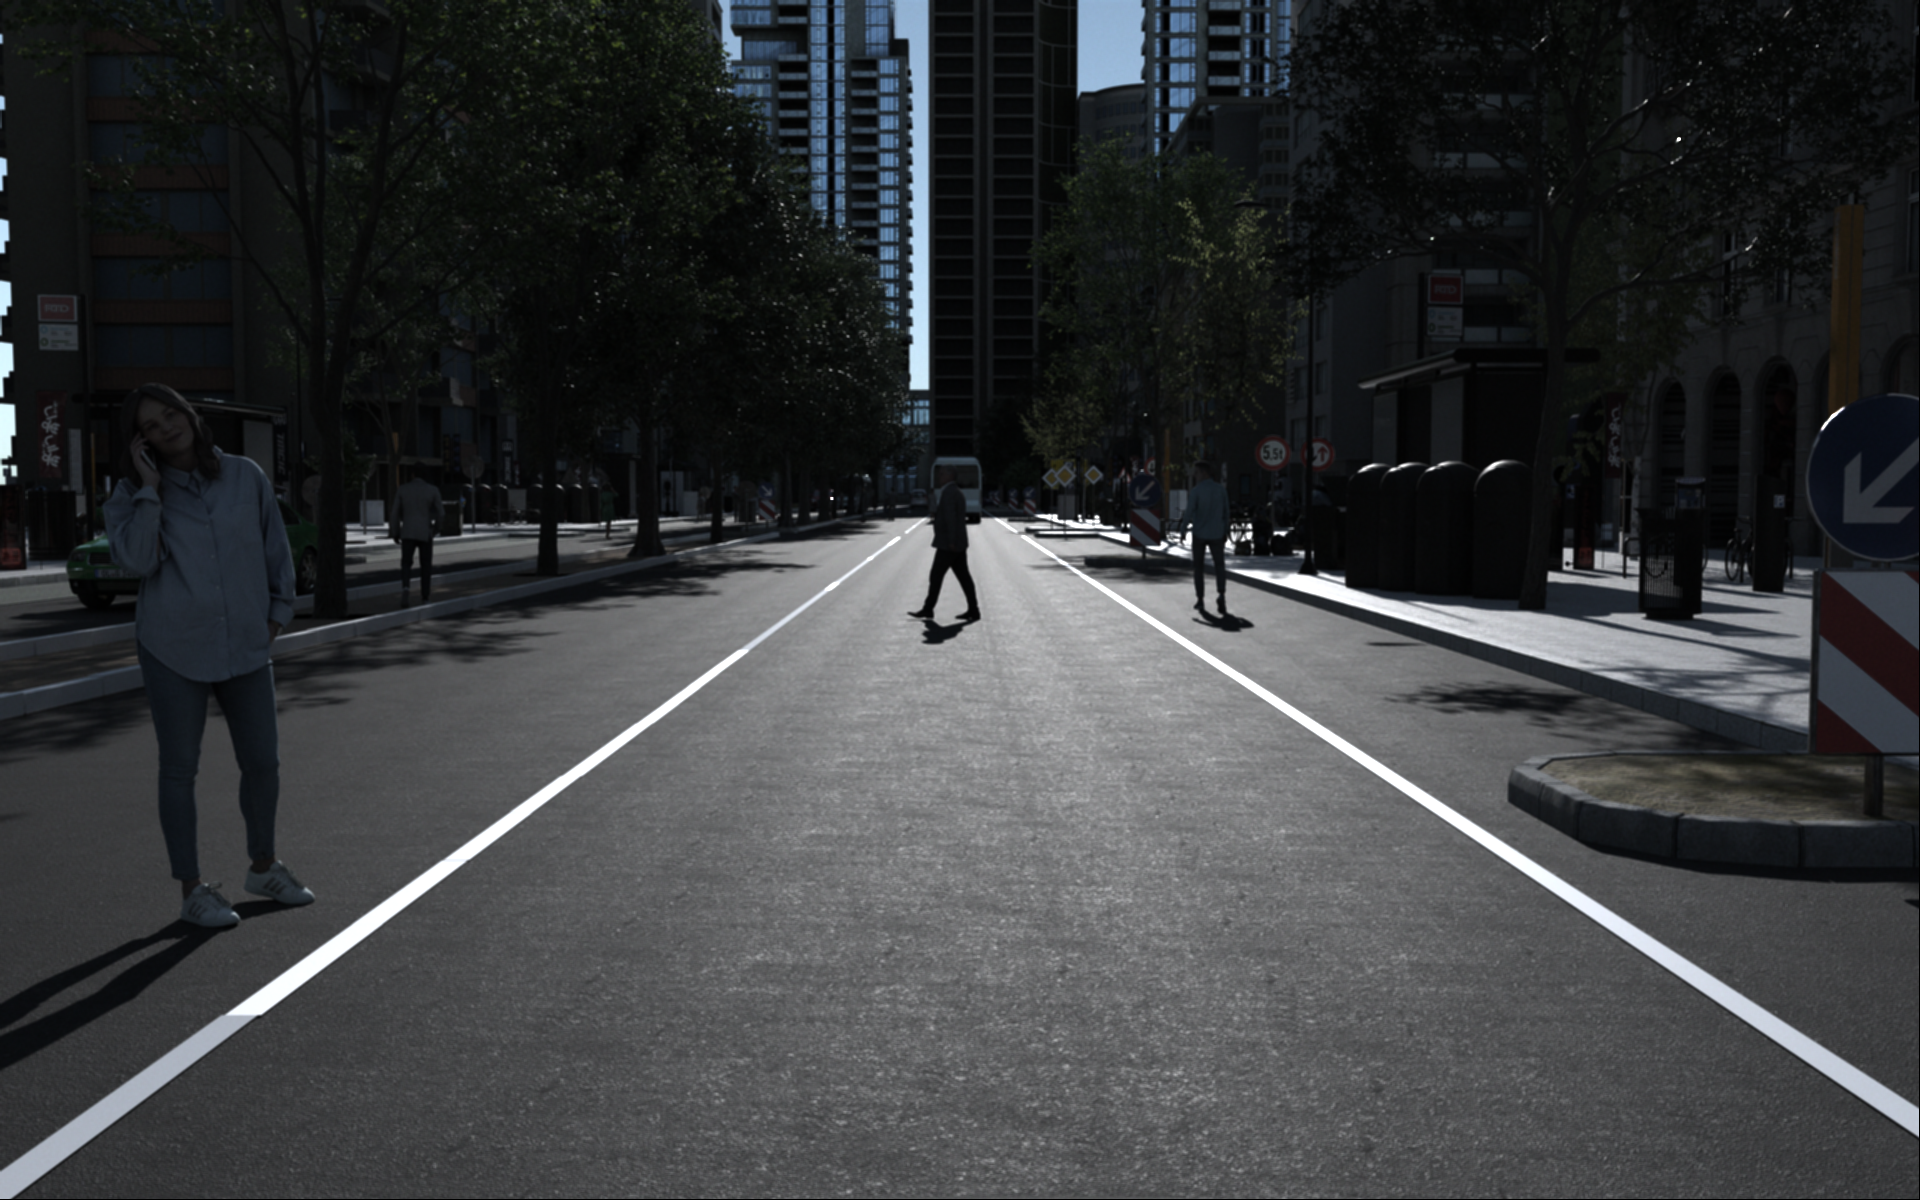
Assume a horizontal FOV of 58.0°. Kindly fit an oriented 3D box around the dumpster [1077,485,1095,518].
[{"bbox_3d":[6.727,-5.371,93.577,1.264,1.857,1.865,0,3,0],"label":"dumpster"}]

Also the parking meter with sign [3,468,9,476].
[{"bbox_3d":[-63.930,-7.403,117.303,1.738,3.016,0.543,2,4,25],"label":"parking meter with sign"}]

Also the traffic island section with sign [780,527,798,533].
[{"bbox_3d":[-7.189,-3.490,65.193,2.006,1.907,1.989,0,3,0],"label":"traffic island section with sign"}]

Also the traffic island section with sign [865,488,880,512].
[{"bbox_3d":[-7.261,-8.085,140.332,2.006,1.907,1.989,0,3,0],"label":"traffic island section with sign"}]

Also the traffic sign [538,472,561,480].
[{"bbox_3d":[-13.618,-3.293,57.485,0.795,2.450,0.064,0,3,0],"label":"traffic sign"}]

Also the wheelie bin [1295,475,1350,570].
[{"bbox_3d":[6.338,-1.316,29.428,0.980,1.594,0.693,-2,4,-35],"label":"wheelie bin"}]

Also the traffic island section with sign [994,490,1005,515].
[{"bbox_3d":[3.457,-6.634,117.095,1.989,1.847,2.006,0,3,0],"label":"traffic island section with sign"}]

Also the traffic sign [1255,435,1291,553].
[{"bbox_3d":[6.787,-2.294,37.611,0.768,2.556,0.104,1,4,9],"label":"traffic sign"}]

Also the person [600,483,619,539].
[{"bbox_3d":[-11.157,-2.820,54.851,0.600,1.795,0.529,0,4,6],"label":"person"}]

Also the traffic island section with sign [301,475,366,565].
[{"bbox_3d":[-13.294,-1.636,35.382,1.989,1.847,2.006,0,3,0],"label":"traffic island section with sign"}]

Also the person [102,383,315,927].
[{"bbox_3d":[-2.515,0.180,5.821,0.793,1.790,0.793,1,4,20],"label":"person"}]

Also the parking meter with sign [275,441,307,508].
[{"bbox_3d":[-22.495,-3.722,57.116,1.738,3.016,0.543,-3,4,-36],"label":"parking meter with sign"}]

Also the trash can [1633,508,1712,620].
[{"bbox_3d":[7.312,-0.377,17.814,0.748,1.137,0.748,0,3,0],"label":"trash can"}]

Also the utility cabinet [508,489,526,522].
[{"bbox_3d":[-20.447,-4.318,79.276,1.173,1.500,0.318,-1,4,-11],"label":"utility cabinet"}]

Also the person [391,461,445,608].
[{"bbox_3d":[-6.837,-0.826,21.847,0.661,1.843,0.795,-1,4,-11],"label":"person"}]

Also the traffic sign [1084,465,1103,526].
[{"bbox_3d":[5.280,-4.118,68.522,0.795,2.450,0.064,0,4,4],"label":"traffic sign"}]

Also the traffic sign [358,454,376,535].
[{"bbox_3d":[-18.750,-3.327,54.502,0.768,2.556,0.104,0,4,8],"label":"traffic sign"}]

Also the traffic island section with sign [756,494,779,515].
[{"bbox_3d":[-13.360,-6.665,117.595,1.989,1.847,2.006,0,3,0],"label":"traffic island section with sign"}]

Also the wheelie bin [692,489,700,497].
[{"bbox_3d":[-16.669,-6.244,109.993,0.980,1.594,0.693,-1,4,-11],"label":"wheelie bin"}]

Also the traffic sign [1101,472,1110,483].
[{"bbox_3d":[8.222,-6.057,99.135,0.768,2.556,0.104,0,4,0],"label":"traffic sign"}]

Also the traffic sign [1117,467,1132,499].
[{"bbox_3d":[7.751,-5.012,81.947,0.884,2.594,0.081,0,4,1],"label":"traffic sign"}]

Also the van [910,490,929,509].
[{"bbox_3d":[-3.847,-9.689,165.423,2.013,2.044,4.112,0,4,1],"label":"van"}]

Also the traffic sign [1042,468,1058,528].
[{"bbox_3d":[3.470,-3.781,65.464,0.795,2.450,0.064,0,3,0],"label":"traffic sign"}]

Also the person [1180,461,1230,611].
[{"bbox_3d":[3.035,-0.794,21.348,0.638,1.841,0.748,0,4,-1],"label":"person"}]

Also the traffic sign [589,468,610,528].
[{"bbox_3d":[-13.625,-3.782,65.470,0.795,2.450,0.064,0,3,0],"label":"traffic sign"}]

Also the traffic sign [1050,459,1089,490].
[{"bbox_3d":[6.278,-6.452,99.361,2.265,3.308,0.079,0,4,5],"label":"traffic sign"}]

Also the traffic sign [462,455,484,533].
[{"bbox_3d":[-16.022,-3.479,56.982,0.768,2.556,0.104,0,4,6],"label":"traffic sign"}]

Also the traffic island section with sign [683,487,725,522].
[{"bbox_3d":[-13.353,-5.016,90.639,1.989,1.847,2.006,0,3,0],"label":"traffic island section with sign"}]

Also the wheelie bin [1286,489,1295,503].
[{"bbox_3d":[18.877,-5.534,98.391,0.693,1.594,0.980,1,4,11],"label":"wheelie bin"}]

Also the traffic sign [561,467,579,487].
[{"bbox_3d":[-18.544,-5.037,82.356,0.884,2.594,0.081,0,4,0],"label":"traffic sign"}]

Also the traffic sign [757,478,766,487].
[{"bbox_3d":[-15.921,-8.479,138.743,0.768,2.556,0.104,0,4,2],"label":"traffic sign"}]

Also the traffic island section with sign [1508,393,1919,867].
[{"bbox_3d":[3.548,0.063,7.594,1.989,1.847,2.006,0,3,0],"label":"traffic island section with sign"}]

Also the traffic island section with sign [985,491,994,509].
[{"bbox_3d":[3.421,-9.742,167.915,1.989,1.847,2.006,0,3,0],"label":"traffic island section with sign"}]

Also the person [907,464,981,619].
[{"bbox_3d":[-0.181,-0.668,19.818,0.834,1.777,0.661,0,4,5],"label":"person"}]

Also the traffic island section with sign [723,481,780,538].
[{"bbox_3d":[-7.193,-3.037,57.786,2.006,1.907,1.989,0,3,0],"label":"traffic island section with sign"}]

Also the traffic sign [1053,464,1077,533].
[{"bbox_3d":[3.476,-3.293,57.479,0.795,2.450,0.064,0,3,0],"label":"traffic sign"}]

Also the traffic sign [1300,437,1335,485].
[{"bbox_3d":[8.007,-2.372,38.881,0.768,2.556,0.104,0,4,6],"label":"traffic sign"}]

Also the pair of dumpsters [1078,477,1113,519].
[{"bbox_3d":[7.099,-5.374,90.364,1.574,2.255,4.437,0,3,0],"label":"pair of dumpsters"}]

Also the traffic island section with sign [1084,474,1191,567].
[{"bbox_3d":[3.531,-1.605,34.865,1.989,1.847,2.006,0,3,0],"label":"traffic island section with sign"}]

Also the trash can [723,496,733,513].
[{"bbox_3d":[-16.037,-6.618,119.864,0.748,1.137,0.748,0,3,0],"label":"trash can"}]

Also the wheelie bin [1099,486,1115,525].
[{"bbox_3d":[6.187,-3.901,71.684,0.980,1.594,0.693,-1,4,-17],"label":"wheelie bin"}]

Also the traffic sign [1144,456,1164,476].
[{"bbox_3d":[6.572,-3.560,58.318,0.768,2.556,0.104,0,4,7],"label":"traffic sign"}]

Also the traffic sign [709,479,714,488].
[{"bbox_3d":[-16.720,-7.058,117.524,0.606,2.300,0.079,0,4,3],"label":"traffic sign"}]

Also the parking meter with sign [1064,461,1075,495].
[{"bbox_3d":[5.769,-5.780,90.771,0.543,3.016,1.738,0,4,-1],"label":"parking meter with sign"}]

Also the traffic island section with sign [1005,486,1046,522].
[{"bbox_3d":[3.486,-4.985,90.140,1.989,1.847,2.006,0,3,0],"label":"traffic island section with sign"}]

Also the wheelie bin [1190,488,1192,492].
[{"bbox_3d":[11.747,-4.746,85.497,0.980,1.594,0.693,1,4,20],"label":"wheelie bin"}]

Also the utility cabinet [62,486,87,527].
[{"bbox_3d":[-23.191,-2.245,45.390,0.318,1.500,1.173,-3,5,-40],"label":"utility cabinet"}]

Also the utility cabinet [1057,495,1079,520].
[{"bbox_3d":[5.340,-4.567,85.835,1.020,1.237,0.306,-1,4,-15],"label":"utility cabinet"}]

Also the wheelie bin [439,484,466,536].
[{"bbox_3d":[-15.554,-2.751,52.885,0.980,1.594,0.693,0,4,-4],"label":"wheelie bin"}]

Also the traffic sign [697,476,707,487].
[{"bbox_3d":[-17.822,-7.326,119.887,0.768,2.556,0.104,1,4,8],"label":"traffic sign"}]
